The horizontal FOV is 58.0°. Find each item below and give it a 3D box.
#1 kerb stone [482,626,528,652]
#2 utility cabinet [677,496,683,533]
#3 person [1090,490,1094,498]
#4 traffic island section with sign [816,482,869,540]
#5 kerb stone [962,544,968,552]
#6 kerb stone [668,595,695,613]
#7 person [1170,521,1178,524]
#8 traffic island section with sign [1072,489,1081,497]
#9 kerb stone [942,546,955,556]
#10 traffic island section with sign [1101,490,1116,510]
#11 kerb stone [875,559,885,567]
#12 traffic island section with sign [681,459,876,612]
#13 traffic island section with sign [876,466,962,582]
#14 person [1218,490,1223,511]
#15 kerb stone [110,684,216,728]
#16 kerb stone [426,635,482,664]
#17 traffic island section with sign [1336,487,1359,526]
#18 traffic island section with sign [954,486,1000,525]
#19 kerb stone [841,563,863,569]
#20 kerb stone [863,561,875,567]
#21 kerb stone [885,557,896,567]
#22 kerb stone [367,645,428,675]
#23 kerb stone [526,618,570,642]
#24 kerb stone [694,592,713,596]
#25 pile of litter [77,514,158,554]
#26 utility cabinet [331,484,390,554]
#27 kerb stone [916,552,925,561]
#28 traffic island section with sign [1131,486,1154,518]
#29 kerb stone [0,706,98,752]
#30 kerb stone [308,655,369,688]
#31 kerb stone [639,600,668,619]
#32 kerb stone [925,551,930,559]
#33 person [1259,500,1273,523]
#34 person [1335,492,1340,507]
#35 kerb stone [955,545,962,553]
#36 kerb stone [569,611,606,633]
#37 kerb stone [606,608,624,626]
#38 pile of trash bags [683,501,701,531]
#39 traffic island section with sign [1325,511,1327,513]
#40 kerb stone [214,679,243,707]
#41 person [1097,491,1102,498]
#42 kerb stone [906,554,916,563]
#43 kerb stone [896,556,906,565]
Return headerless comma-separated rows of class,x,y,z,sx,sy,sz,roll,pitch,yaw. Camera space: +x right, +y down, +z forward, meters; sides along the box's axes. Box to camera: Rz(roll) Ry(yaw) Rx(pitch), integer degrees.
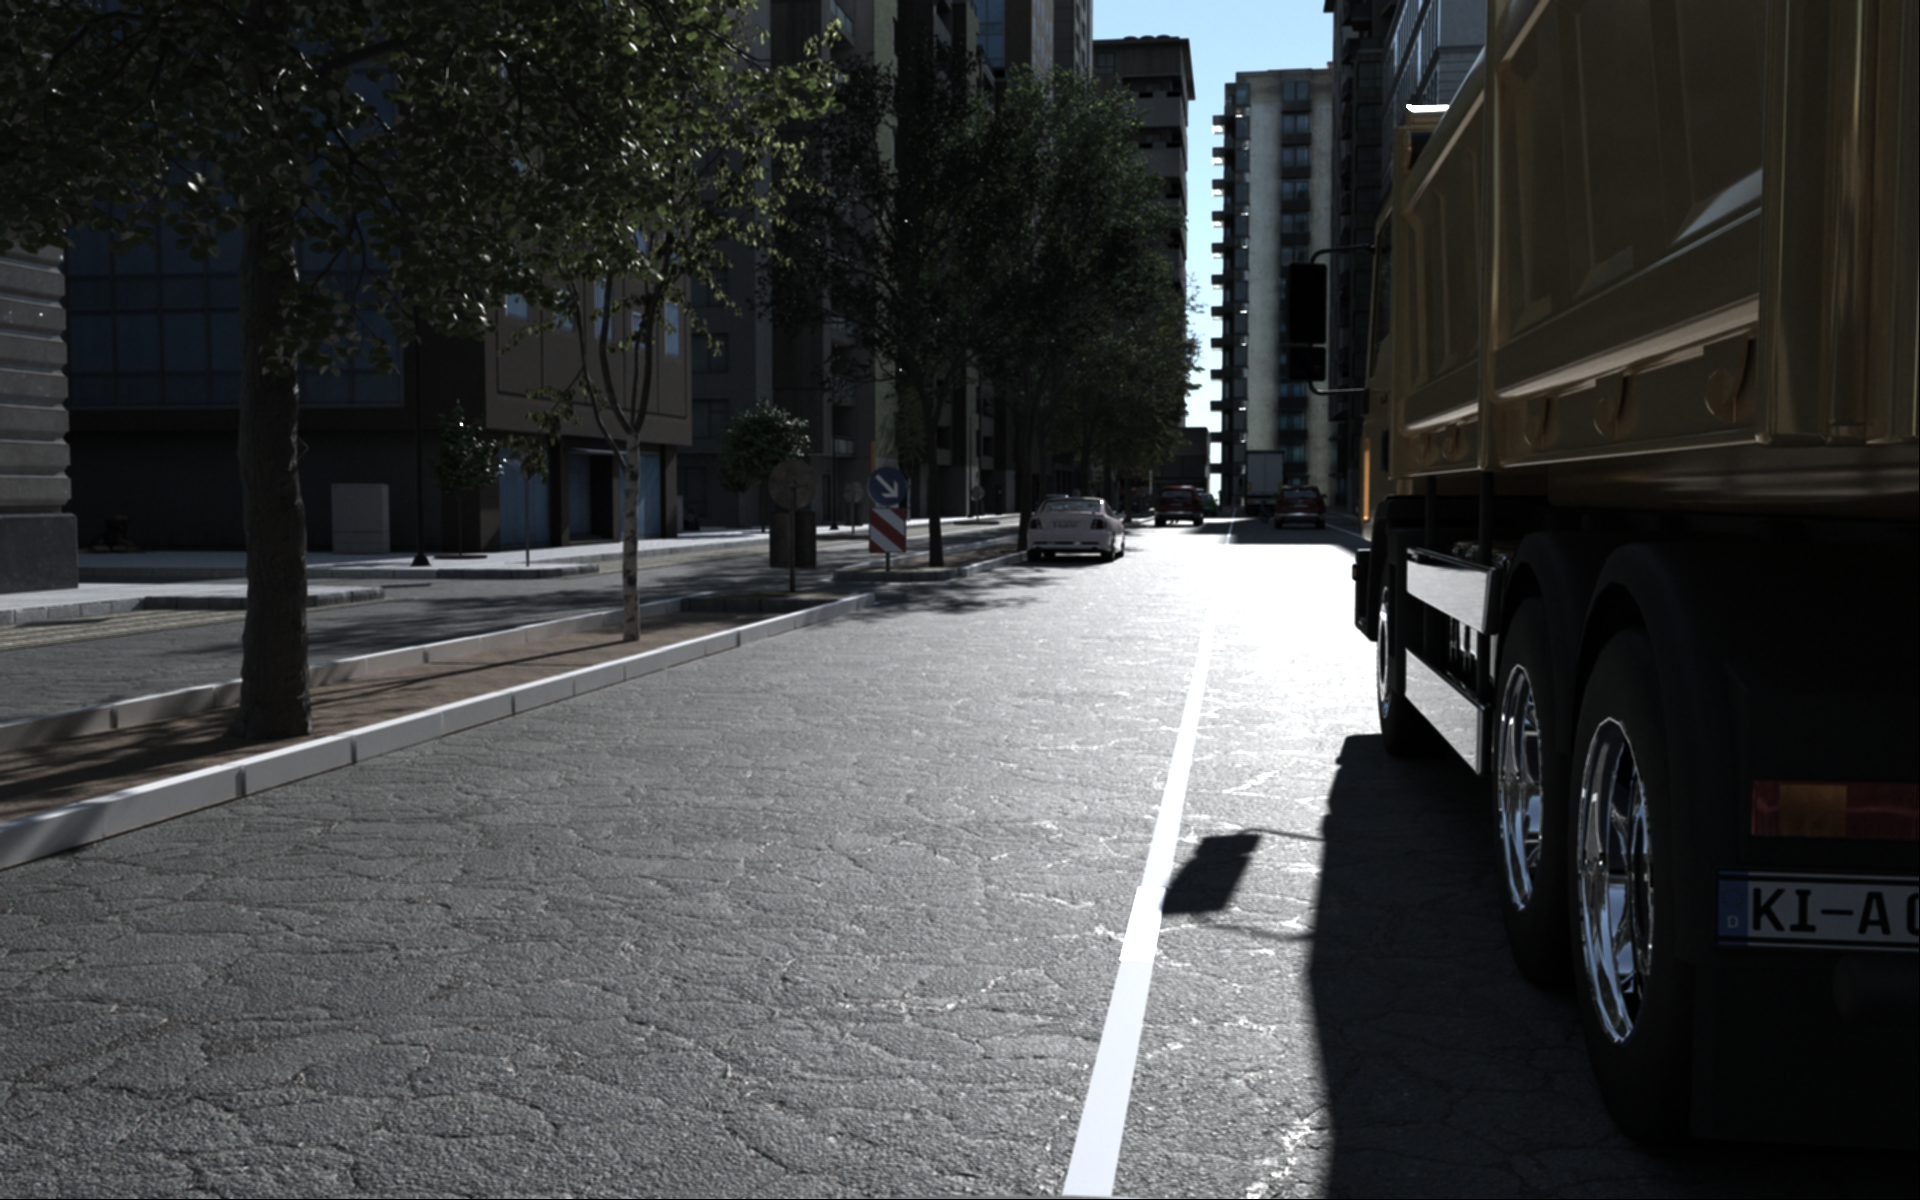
kerb stone,-4.300,0.380,16.114,0.120,0.150,1.000,1,4,9
utility cabinet,-9.638,-2.802,56.981,1.020,1.237,0.306,-2,4,-30
person,10.392,-7.725,135.541,0.721,1.736,1.217,0,4,-6
traffic island section with sign,-3.445,-2.831,54.916,1.989,1.847,2.006,1,4,9
kerb stone,0.011,-1.269,42.946,0.120,0.150,1.000,1,4,9
kerb stone,-3.481,0.065,21.179,0.120,0.150,1.000,1,4,9
person,10.446,-4.623,84.294,0.606,1.804,0.583,-2,4,-29
traffic island section with sign,8.884,-7.521,131.597,1.989,1.847,2.006,1,4,9
kerb stone,-0.312,-1.145,40.927,0.120,0.150,1.000,1,4,9
traffic island section with sign,13.335,-9.216,159.311,1.989,1.847,2.006,1,4,9
kerb stone,-1.621,-0.649,32.830,0.120,0.150,1.000,1,4,9
traffic island section with sign,-2.282,-0.846,21.961,2.006,1.907,1.989,1,4,9
traffic island section with sign,-1.098,-1.293,29.274,2.006,1.907,1.989,1,4,9
person,21.947,-8.324,145.315,0.721,1.743,1.217,1,4,15
kerb stone,-5.109,0.682,11.048,0.120,0.150,1.000,1,4,9
kerb stone,-4.458,0.438,15.096,0.120,0.150,1.000,1,4,9
traffic island section with sign,18.293,-4.331,79.436,1.989,1.847,2.006,1,4,9
traffic island section with sign,0.833,-4.460,81.552,1.989,1.847,2.006,1,4,9
kerb stone,-1.937,-0.527,30.808,0.120,0.150,1.000,1,4,9
kerb stone,-1.775,-0.589,31.819,0.120,0.150,1.000,1,4,9
kerb stone,-1.450,-0.713,33.849,0.120,0.150,1.000,1,4,9
kerb stone,-4.631,0.497,14.077,0.120,0.150,1.000,1,4,9
kerb stone,-4.137,0.310,17.133,0.120,0.150,1.000,1,4,9
kerb stone,-3.322,0.000,22.192,0.120,0.150,1.000,1,4,9
pile of litter,-18.443,-1.453,37.719,1.719,0.858,1.176,1,4,12
utility cabinet,-12.764,-1.726,36.904,1.173,1.500,0.318,1,4,11
kerb stone,-0.956,-0.898,36.884,0.120,0.150,1.000,1,4,9
traffic island section with sign,10.814,-5.831,103.466,2.006,1.907,1.989,1,4,9
kerb stone,-5.280,0.748,10.033,0.120,0.150,1.000,1,4,9
kerb stone,-4.786,0.559,13.067,0.120,0.150,1.000,1,4,9
kerb stone,-3.648,0.125,20.164,0.120,0.150,1.000,1,4,9
kerb stone,-0.800,-0.960,37.894,0.120,0.150,1.000,1,4,9
person,14.974,-4.311,84.491,0.738,1.151,1.012,3,4,38
person,39.140,-10.416,179.715,0.530,1.710,0.541,-1,4,-8
kerb stone,-0.146,-1.207,41.936,0.120,0.150,1.000,1,4,9
kerb stone,-3.979,0.248,18.143,0.120,0.150,1.000,1,4,9
kerb stone,-3.816,0.190,19.152,0.120,0.150,1.000,1,4,9
pile of trash bags,-10.709,-3.050,59.620,1.912,1.369,3.447,3,4,38
traffic island section with sign,26.144,-7.320,128.311,1.989,1.847,2.006,1,4,9
kerb stone,-4.945,0.624,12.057,0.120,0.150,1.000,1,4,9
person,12.409,-8.851,153.927,0.721,1.735,1.217,-1,4,-18
kerb stone,-1.118,-0.836,35.871,0.120,0.150,1.000,1,4,9
kerb stone,-1.283,-0.774,34.858,0.120,0.150,1.000,1,4,9
